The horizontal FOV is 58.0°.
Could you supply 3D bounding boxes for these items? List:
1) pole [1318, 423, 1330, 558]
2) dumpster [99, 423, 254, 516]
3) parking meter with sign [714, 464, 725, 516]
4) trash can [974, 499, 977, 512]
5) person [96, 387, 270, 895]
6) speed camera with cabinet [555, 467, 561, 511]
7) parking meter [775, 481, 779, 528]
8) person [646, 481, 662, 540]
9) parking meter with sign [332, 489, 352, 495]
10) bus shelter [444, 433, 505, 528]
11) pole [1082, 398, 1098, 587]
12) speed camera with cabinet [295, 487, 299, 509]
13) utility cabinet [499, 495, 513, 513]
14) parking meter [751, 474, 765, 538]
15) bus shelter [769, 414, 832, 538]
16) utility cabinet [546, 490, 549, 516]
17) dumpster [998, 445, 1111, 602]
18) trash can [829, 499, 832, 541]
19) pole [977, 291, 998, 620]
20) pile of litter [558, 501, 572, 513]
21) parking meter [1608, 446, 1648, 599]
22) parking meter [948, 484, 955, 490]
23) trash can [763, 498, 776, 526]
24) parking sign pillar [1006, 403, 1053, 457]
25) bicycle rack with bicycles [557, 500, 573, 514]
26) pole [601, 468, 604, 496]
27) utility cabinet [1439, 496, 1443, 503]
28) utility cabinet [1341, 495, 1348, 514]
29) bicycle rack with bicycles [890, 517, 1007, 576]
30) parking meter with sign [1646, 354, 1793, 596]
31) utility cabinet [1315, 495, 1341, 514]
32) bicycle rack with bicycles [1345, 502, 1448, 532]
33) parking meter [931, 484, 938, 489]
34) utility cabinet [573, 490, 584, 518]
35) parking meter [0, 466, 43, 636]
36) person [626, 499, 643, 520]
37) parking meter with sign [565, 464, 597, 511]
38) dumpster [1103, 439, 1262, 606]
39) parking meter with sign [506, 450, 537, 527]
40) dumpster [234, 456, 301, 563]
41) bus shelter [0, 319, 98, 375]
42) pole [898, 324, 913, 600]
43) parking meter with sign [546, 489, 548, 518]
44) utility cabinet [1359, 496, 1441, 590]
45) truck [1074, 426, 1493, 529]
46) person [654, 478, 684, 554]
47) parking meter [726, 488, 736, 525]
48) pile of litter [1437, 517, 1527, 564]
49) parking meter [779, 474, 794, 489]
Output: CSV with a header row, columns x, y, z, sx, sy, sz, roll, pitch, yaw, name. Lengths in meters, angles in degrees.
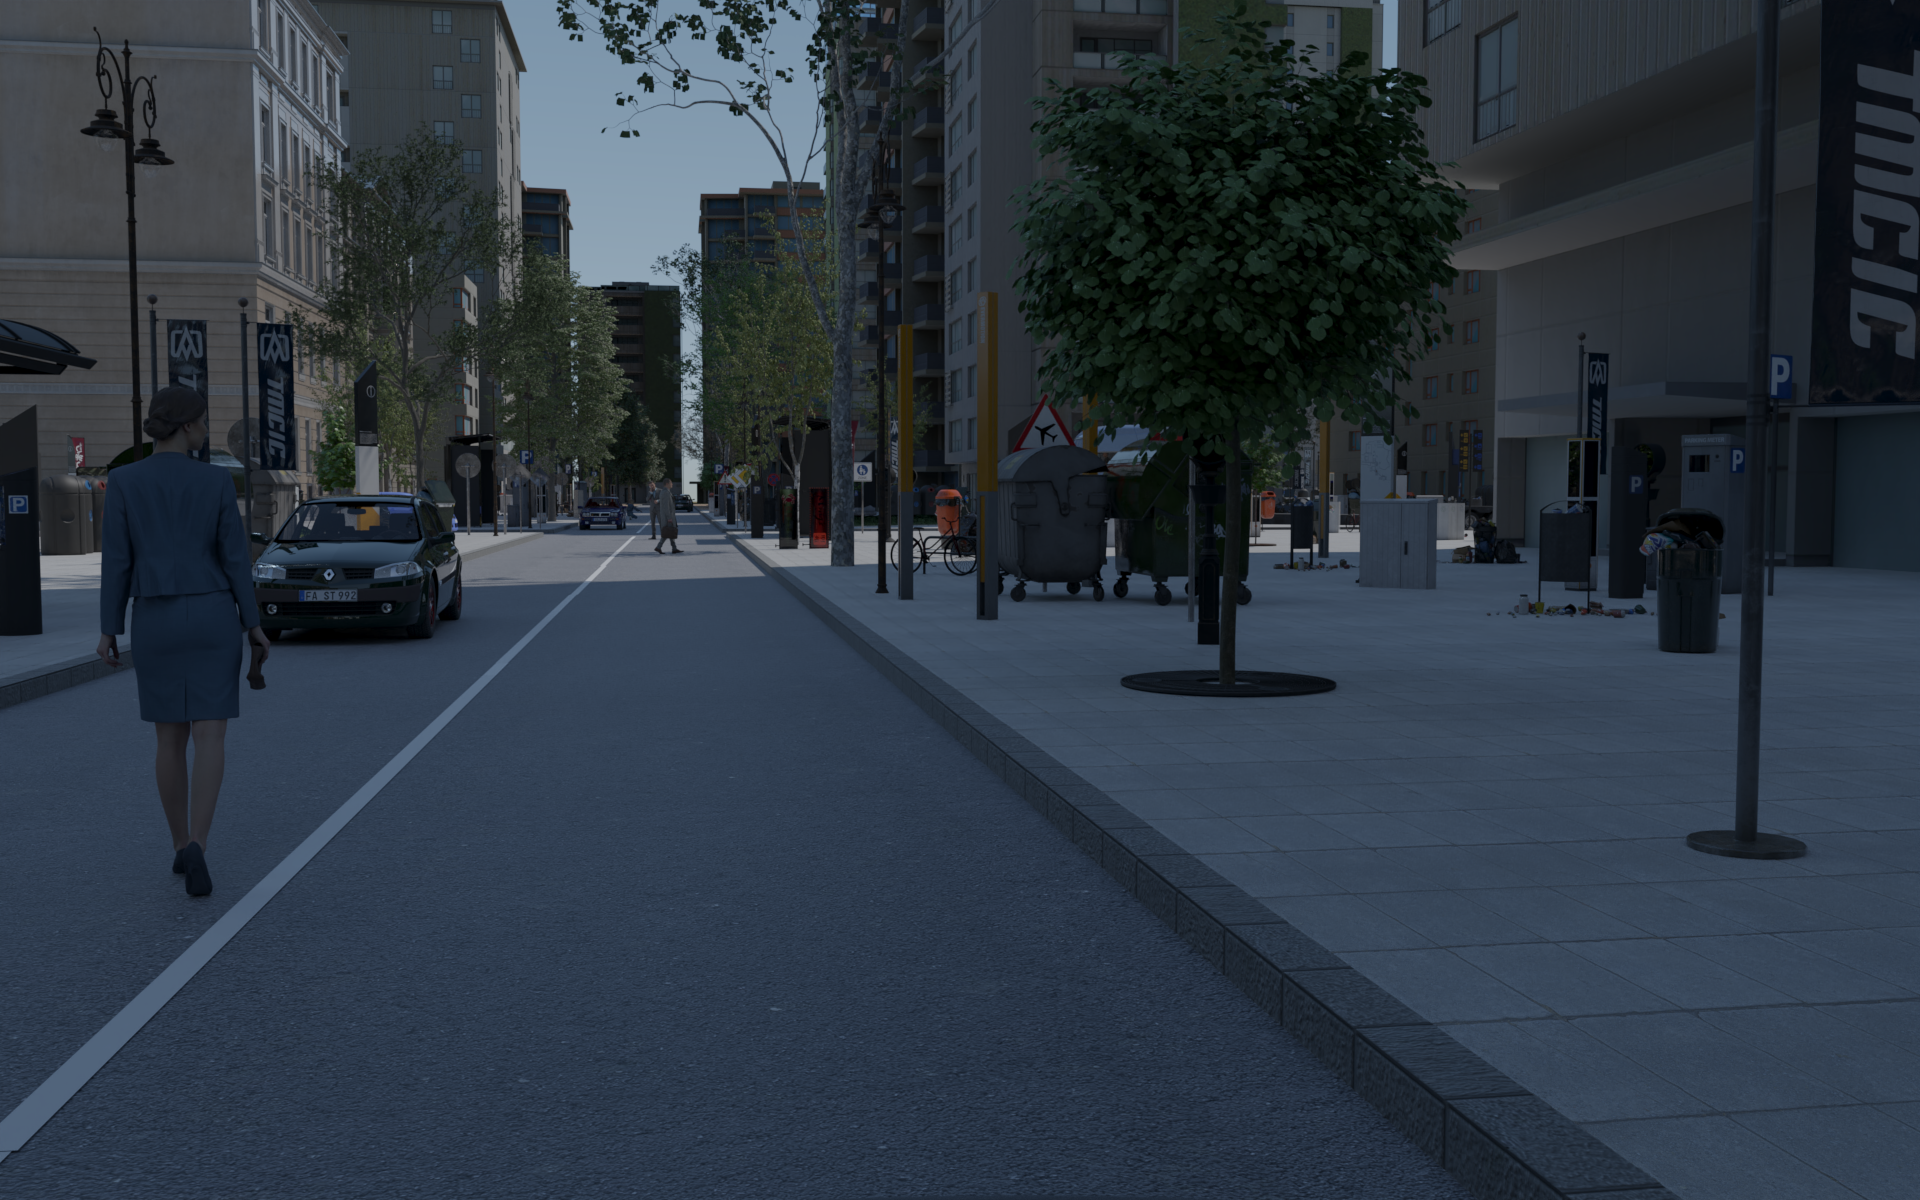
x,y,z,sx,sy,sz,roll,pitch,yaw,name
7.314,-2.502,34.752,0.158,3.312,0.155,0,3,0,pole
-10.516,-1.272,23.298,1.502,2.255,1.985,-1,4,-9,dumpster
-14.062,-6.452,101.752,0.543,3.016,1.738,0,4,-2,parking meter with sign
0.795,-2.653,55.026,0.748,1.137,0.748,0,3,0,trash can
-2.850,0.136,6.305,0.581,1.822,0.654,-1,4,-8,person
-29.638,-8.124,127.166,0.660,3.252,2.038,-1,4,-11,speed camera with cabinet
-6.797,-3.666,65.651,0.399,1.863,0.255,-1,4,-19,parking meter
-9.550,-2.823,54.455,0.655,1.846,0.447,1,4,9,person
-24.503,-4.425,68.616,1.738,3.016,0.543,-3,5,-40,parking meter with sign
-19.366,-4.775,69.351,1.731,3.624,6.357,-1,4,-9,bus shelter
1.788,-1.833,23.810,0.158,3.312,0.155,0,3,0,pole
-13.709,-2.361,32.942,2.038,3.252,0.660,-1,4,-8,speed camera with cabinet
-31.069,-6.587,118.852,1.020,1.237,0.306,1,4,12,utility cabinet
-5.878,-2.730,50.352,0.399,1.863,0.255,0,4,-4,parking meter
-4.885,-3.815,53.656,1.731,3.624,6.357,-1,4,-9,bus shelter
-24.368,-5.708,102.007,0.318,1.500,1.173,0,4,4,utility cabinet
1.085,-0.949,21.279,1.264,1.857,1.865,-1,4,-9,dumpster
-3.716,-2.197,47.582,0.748,1.137,0.748,0,3,0,trash can
0.279,-1.453,17.599,0.158,3.312,0.155,0,3,0,pole
-26.658,-6.280,116.638,1.176,0.858,1.719,-3,4,-37,pile of litter
8.223,-0.954,21.313,0.399,1.863,0.255,-2,4,-23,parking meter
-0.536,-5.903,102.218,0.255,1.863,0.399,-3,5,-44,parking meter
-7.672,-3.524,69.278,0.748,1.137,0.748,0,3,0,trash can
1.999,-3.750,49.786,1.447,3.967,1.447,0,4,-6,parking sign pillar
-26.819,-6.148,113.901,2.852,0.926,2.925,-3,4,-38,bicycle rack with bicycles
-27.407,-8.506,132.909,0.158,3.312,0.155,0,3,0,pole
18.808,-3.559,69.349,1.020,1.237,0.306,1,4,10,utility cabinet
22.523,-5.537,101.687,1.020,1.237,0.306,2,4,29,utility cabinet
0.707,-0.878,27.738,2.925,0.926,2.852,3,4,36,bicycle rack with bicycles
9.763,-1.601,22.436,0.543,3.016,1.738,-2,4,-34,parking meter with sign
14.916,-3.632,70.542,0.306,1.237,1.020,-2,4,-32,utility cabinet
14.270,-2.668,57.006,2.852,0.926,2.925,0,4,-8,bicycle rack with bicycles
-1.438,-5.608,97.401,0.255,1.863,0.399,-2,4,-32,parking meter
-20.260,-5.098,92.038,0.318,1.500,1.173,-2,4,-24,utility cabinet
-8.589,-0.450,15.772,0.372,1.533,0.369,0,3,0,parking meter
-18.280,-5.038,96.366,1.012,1.151,0.738,2,4,34,person
-22.309,-6.462,101.915,0.543,3.016,1.738,3,5,43,parking meter with sign
2.607,-1.110,20.637,1.502,2.255,1.985,-1,4,-9,dumpster
-17.295,-4.390,68.035,0.543,3.016,1.738,0,4,6,parking meter with sign
-11.201,-1.314,27.242,1.264,1.857,1.865,-1,4,-9,dumpster
-10.777,-1.456,17.727,2.014,3.302,5.546,-1,4,-9,bus shelter
-0.660,-1.659,20.973,0.158,3.312,0.155,0,3,0,pole
-23.419,-6.018,94.663,1.738,3.016,0.543,0,4,-2,parking meter with sign
5.975,-0.764,23.646,1.020,1.237,0.306,3,5,41,utility cabinet
12.816,-4.635,65.549,18.799,4.110,2.967,-1,4,-11,truck
-6.970,-2.011,41.486,0.767,1.812,0.694,-1,4,-18,person
-9.587,-3.921,72.515,0.372,1.533,0.369,0,3,0,parking meter
9.678,-1.120,32.270,1.719,0.858,1.176,1,4,18,pile of litter
-4.879,-2.671,49.374,0.399,1.863,0.255,-1,4,-13,parking meter
